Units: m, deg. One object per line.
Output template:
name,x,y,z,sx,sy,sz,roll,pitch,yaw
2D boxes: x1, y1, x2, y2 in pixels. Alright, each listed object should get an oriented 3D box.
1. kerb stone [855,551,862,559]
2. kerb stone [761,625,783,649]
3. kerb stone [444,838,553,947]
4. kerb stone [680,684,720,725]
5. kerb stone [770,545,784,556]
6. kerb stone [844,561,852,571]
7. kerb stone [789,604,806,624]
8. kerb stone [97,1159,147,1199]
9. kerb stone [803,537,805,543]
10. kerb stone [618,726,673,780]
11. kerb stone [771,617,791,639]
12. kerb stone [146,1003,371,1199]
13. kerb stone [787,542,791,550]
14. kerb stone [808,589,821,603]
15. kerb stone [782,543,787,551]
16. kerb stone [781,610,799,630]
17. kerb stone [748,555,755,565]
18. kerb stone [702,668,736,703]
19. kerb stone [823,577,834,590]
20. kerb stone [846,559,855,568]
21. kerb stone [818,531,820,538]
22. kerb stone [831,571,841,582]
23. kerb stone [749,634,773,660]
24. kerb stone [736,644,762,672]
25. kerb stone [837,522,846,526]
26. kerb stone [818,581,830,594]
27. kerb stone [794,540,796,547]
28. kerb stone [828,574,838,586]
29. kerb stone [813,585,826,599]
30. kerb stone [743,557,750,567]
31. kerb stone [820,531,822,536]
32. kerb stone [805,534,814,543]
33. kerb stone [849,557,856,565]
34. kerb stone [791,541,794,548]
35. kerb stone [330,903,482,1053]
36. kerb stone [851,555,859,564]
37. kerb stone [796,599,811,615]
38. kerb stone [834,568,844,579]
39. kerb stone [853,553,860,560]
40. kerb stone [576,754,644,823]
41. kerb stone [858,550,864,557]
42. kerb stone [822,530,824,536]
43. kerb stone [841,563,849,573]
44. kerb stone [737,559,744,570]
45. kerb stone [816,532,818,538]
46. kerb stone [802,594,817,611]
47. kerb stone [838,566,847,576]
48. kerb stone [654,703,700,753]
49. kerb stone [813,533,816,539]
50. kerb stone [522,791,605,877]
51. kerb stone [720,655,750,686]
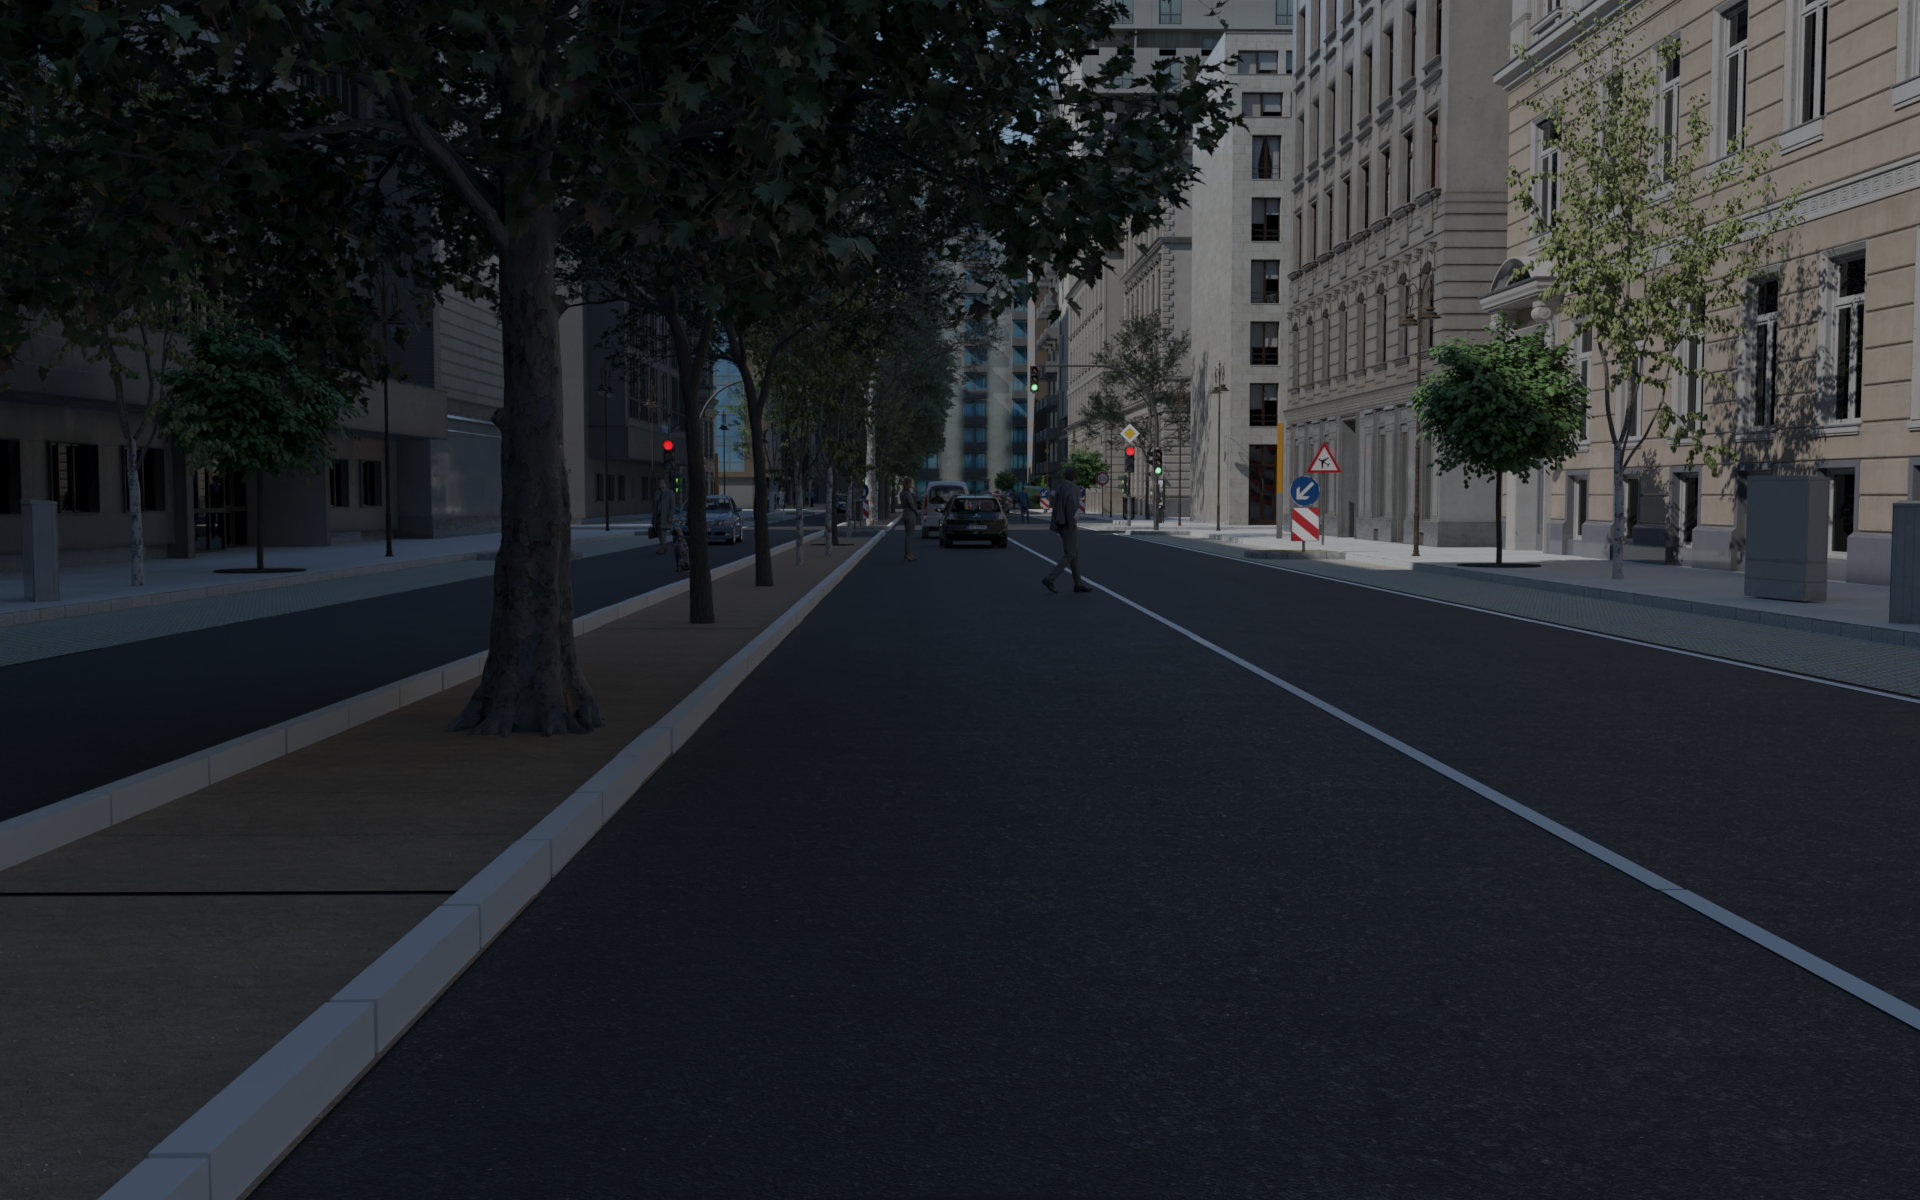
kerb stone,-2.205,-0.886,36.689,0.120,0.150,1.000,0,4,-1
kerb stone,-1.777,0.369,16.167,0.120,0.150,1.000,0,4,-1
kerb stone,-1.569,0.995,5.923,0.120,0.150,1.000,0,4,-1
kerb stone,-1.669,0.681,11.057,0.120,0.150,1.000,0,4,-1
kerb stone,-4.416,-1.198,41.775,0.120,0.150,1.000,0,4,-1
kerb stone,-2.098,-0.569,31.555,0.120,0.150,1.000,0,4,-1
kerb stone,-1.838,0.181,19.243,0.120,0.150,1.000,0,4,-1
kerb stone,-1.502,1.183,2.850,0.120,0.150,1.000,0,4,-1
kerb stone,-4.556,-1.636,48.946,0.120,0.150,1.000,0,4,-1
kerb stone,-1.640,0.809,9.008,0.120,0.150,1.000,0,4,-1
kerb stone,-1.799,0.306,17.189,0.120,0.150,1.000,0,4,-1
kerb stone,-1.529,1.121,3.874,0.120,0.150,1.000,0,4,-1
kerb stone,-4.451,-1.324,43.836,0.120,0.150,1.000,0,4,-1
kerb stone,-1.909,-0.003,22.325,0.120,0.150,1.000,0,4,-1
kerb stone,-4.429,-1.261,42.806,0.120,0.150,1.000,0,4,-1
kerb stone,-1.822,0.243,18.221,0.120,0.150,1.000,0,4,-1
kerb stone,-4.263,-0.758,34.588,0.120,0.150,1.000,0,4,-1
kerb stone,-1.696,0.620,12.079,0.120,0.150,1.000,0,4,-1
kerb stone,-1.969,-0.196,25.397,0.120,0.150,1.000,0,4,-1
kerb stone,-2.111,-0.632,32.582,0.120,0.150,1.000,0,4,-1
kerb stone,-4.702,-2.075,56.115,0.120,0.150,1.000,0,4,-1
kerb stone,-2.011,-0.321,27.452,0.120,0.150,1.000,0,4,-1
kerb stone,-1.759,0.431,15.145,0.120,0.150,1.000,0,4,-1
kerb stone,-1.740,0.496,14.124,0.120,0.150,1.000,0,4,-1
kerb stone,-5.077,-3.172,74.062,0.120,0.150,1.000,0,4,-1
kerb stone,-1.951,-0.133,24.370,0.120,0.150,1.000,0,4,-1
kerb stone,-4.491,-1.445,45.881,0.120,0.150,1.000,0,4,-1
kerb stone,-1.993,-0.259,26.430,0.120,0.150,1.000,0,4,-1
kerb stone,-1.935,-0.067,23.347,0.120,0.150,1.000,0,4,-1
kerb stone,-4.239,-0.695,33.566,0.120,0.150,1.000,0,4,-1
kerb stone,-4.726,-2.133,57.137,0.120,0.150,1.000,0,4,-1
kerb stone,-4.643,-1.884,53.046,0.120,0.150,1.000,0,4,-1
kerb stone,-2.141,-0.698,33.607,0.120,0.150,1.000,0,4,-1
kerb stone,-4.471,-1.386,44.859,0.120,0.150,1.000,0,4,-1
kerb stone,-1.550,1.058,4.901,0.120,0.150,1.000,0,4,-1
kerb stone,-2.157,-0.762,34.646,0.120,0.150,1.000,0,4,-1
kerb stone,-1.866,0.118,20.267,0.120,0.150,1.000,0,4,-1
kerb stone,-2.029,-0.383,28.474,0.120,0.150,1.000,0,4,-1
kerb stone,-2.184,-0.824,35.668,0.120,0.150,1.000,0,4,-1
kerb stone,-1.612,0.872,7.982,0.120,0.150,1.000,0,4,-1
kerb stone,-2.234,-0.947,37.711,0.120,0.150,1.000,0,4,-1
kerb stone,-4.750,-2.197,58.160,0.120,0.150,1.000,0,4,-1
kerb stone,-2.081,-0.509,30.526,0.120,0.150,1.000,0,4,-1
kerb stone,-4.214,-0.633,32.544,0.120,0.150,1.000,0,4,-1
kerb stone,-4.684,-2.012,55.093,0.120,0.150,1.000,0,4,-1
kerb stone,-1.886,0.055,21.293,0.120,0.150,1.000,0,4,-1
kerb stone,-2.059,-0.447,29.504,0.120,0.150,1.000,0,4,-1
kerb stone,-1.647,0.744,10.030,0.120,0.150,1.000,0,4,-1
kerb stone,-4.661,-1.949,54.067,0.120,0.150,1.000,0,4,-1
kerb stone,-1.591,0.936,6.957,0.120,0.150,1.000,0,4,-1
kerb stone,-1.722,0.556,13.101,0.120,0.150,1.000,0,4,-1
